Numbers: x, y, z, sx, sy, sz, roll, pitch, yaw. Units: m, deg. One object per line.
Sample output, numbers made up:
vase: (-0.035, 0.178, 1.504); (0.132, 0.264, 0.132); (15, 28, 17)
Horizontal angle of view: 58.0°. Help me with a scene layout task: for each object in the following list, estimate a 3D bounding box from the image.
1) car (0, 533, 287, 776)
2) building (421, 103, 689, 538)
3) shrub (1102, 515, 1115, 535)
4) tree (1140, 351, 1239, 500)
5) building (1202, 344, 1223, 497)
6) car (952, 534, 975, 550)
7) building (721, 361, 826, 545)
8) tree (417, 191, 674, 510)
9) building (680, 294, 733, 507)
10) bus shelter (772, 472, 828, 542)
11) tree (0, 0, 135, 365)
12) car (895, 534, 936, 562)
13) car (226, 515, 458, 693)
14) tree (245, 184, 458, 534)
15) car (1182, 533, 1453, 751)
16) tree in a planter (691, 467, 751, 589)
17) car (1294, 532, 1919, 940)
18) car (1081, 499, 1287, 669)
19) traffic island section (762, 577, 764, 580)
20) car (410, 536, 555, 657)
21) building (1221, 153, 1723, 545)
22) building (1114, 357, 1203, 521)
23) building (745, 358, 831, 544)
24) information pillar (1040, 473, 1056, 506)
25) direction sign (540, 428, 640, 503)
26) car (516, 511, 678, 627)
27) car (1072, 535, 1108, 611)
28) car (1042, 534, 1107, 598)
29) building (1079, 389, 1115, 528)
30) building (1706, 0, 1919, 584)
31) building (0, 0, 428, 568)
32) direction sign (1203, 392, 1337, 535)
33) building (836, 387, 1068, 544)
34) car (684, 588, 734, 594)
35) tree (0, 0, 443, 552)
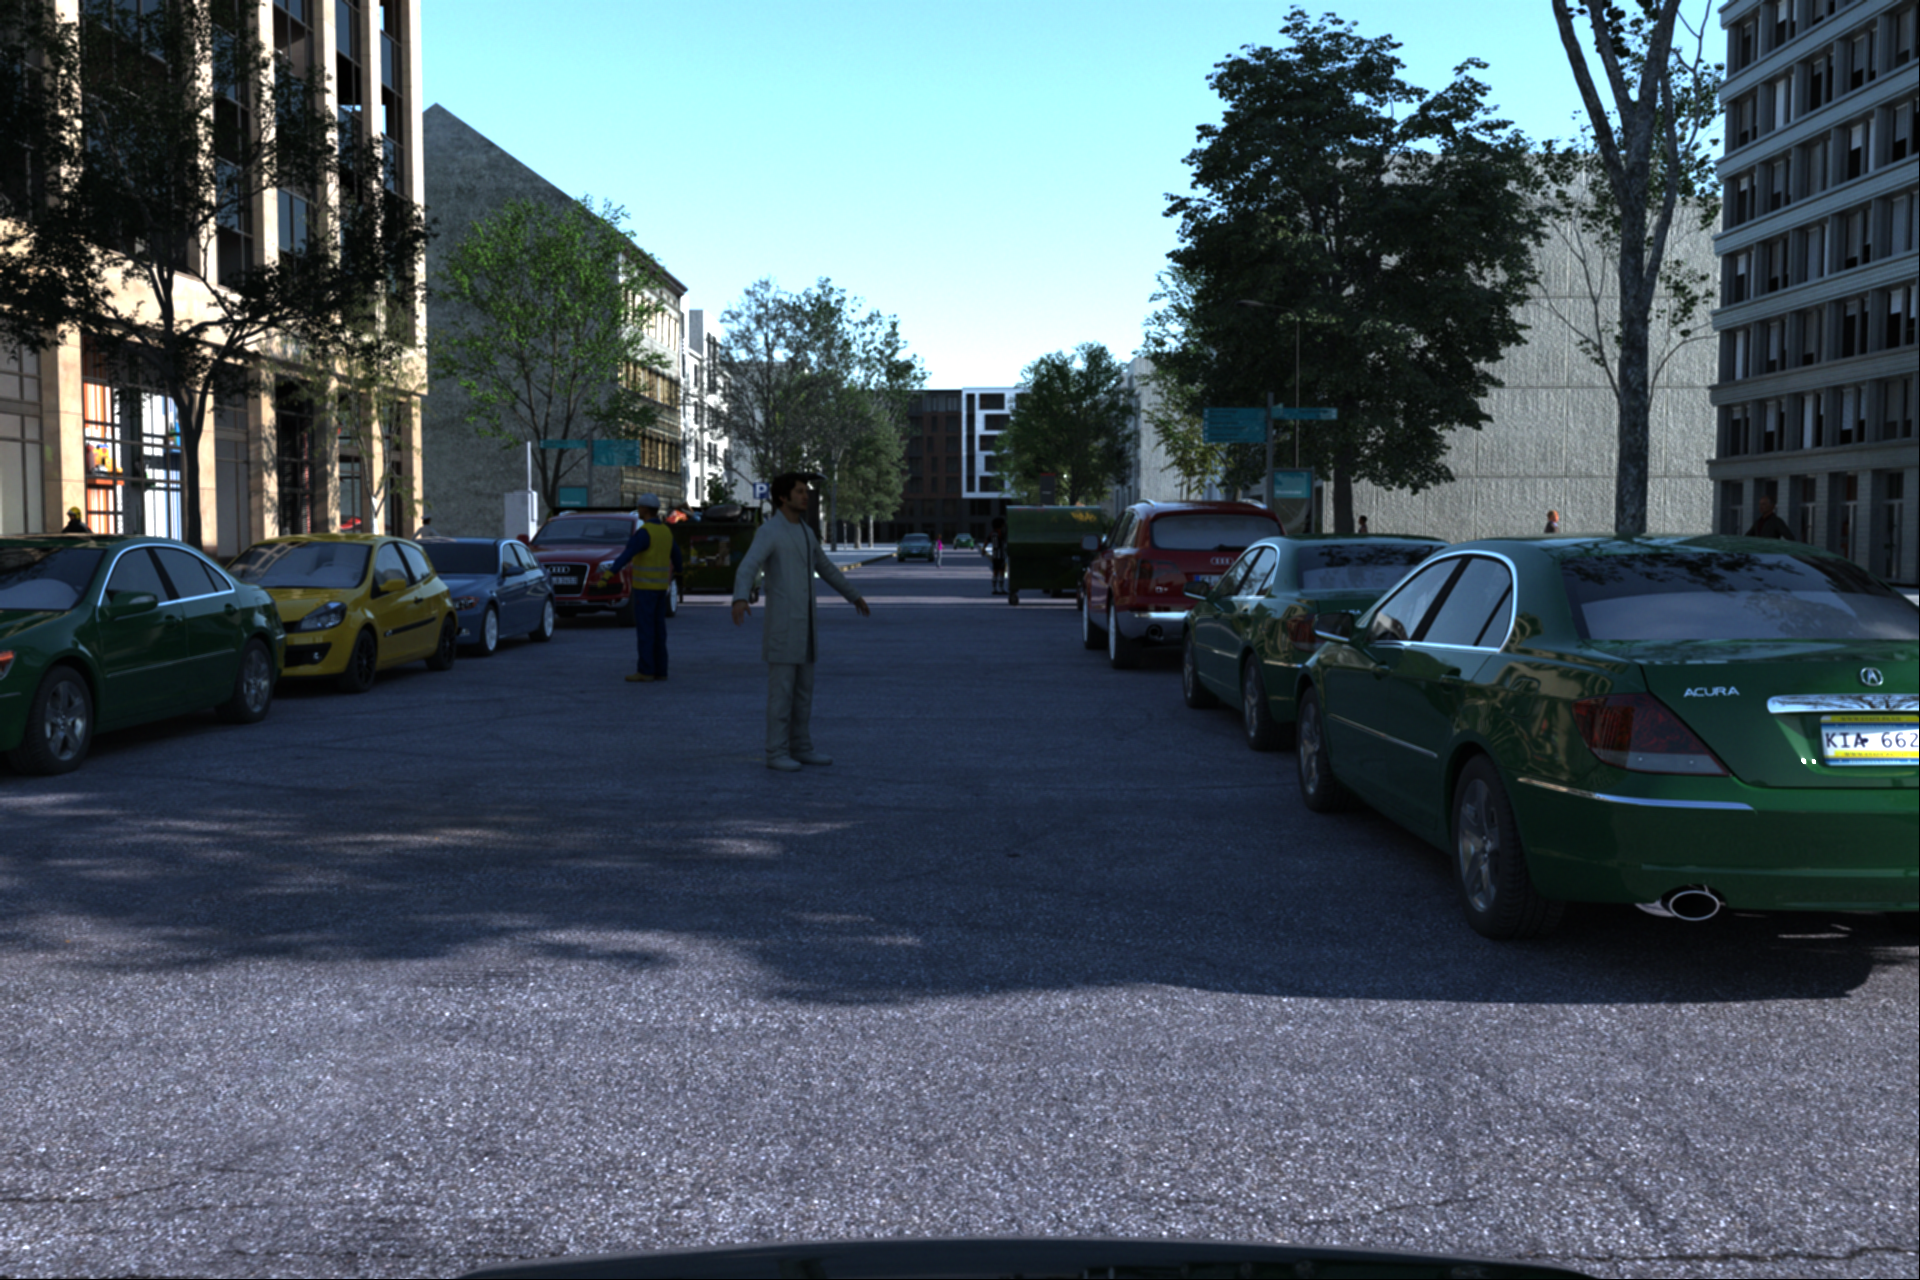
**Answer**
car: (-6.233, 0.001, 11.780); (2.131, 1.459, 4.920); (0, 3, 0)
building: (-26.544, -16.325, 97.849); (19.493, 23.208, 18.063); (0, 4, 1)
shrub: (6.320, -4.211, 72.892); (1.661, 2.075, 1.752); (0, 3, 0)
tree: (9.078, -7.158, 67.394); (4.737, 8.622, 4.395); (0, 3, 0)
building: (23.624, -16.798, 131.065); (16.016, 20.090, 11.380); (0, 4, 1)
car: (0.338, -9.045, 159.689); (2.131, 1.459, 4.920); (0, 3, 0)
building: (-24.424, -19.976, 193.061); (16.747, 18.905, 31.486); (0, 4, -1)
tree: (-12.640, -7.800, 53.287); (9.928, 11.665, 9.643); (0, 3, 0)
building: (-28.508, -16.523, 136.610); (16.747, 18.905, 31.486); (0, 4, 0)
bus shelter: (-6.290, -4.725, 68.543); (1.731, 3.624, 6.357); (0, 4, 0)
tree: (-12.304, -5.087, 17.580); (7.601, 10.594, 8.767); (-2, 4, -26)
car: (-2.269, -4.785, 90.034); (2.131, 1.459, 4.920); (0, 4, 1)
car: (-6.200, -0.402, 16.800); (2.015, 1.641, 3.980); (0, 4, 0)
tree: (-12.242, -5.266, 36.468); (4.360, 8.622, 3.978); (0, 3, 0)
car: (2.806, -0.066, 12.882); (2.131, 1.459, 4.920); (0, 4, -1)
tree in a planter: (-6.418, -2.989, 46.087); (1.991, 3.239, 1.994); (0, 4, 1)
car: (2.728, 0.259, 7.558); (2.131, 1.459, 4.920); (0, 4, -1)
car: (2.586, -0.689, 19.939); (2.281, 1.827, 5.304); (0, 4, -1)
traffic island section: (-6.379, -1.972, 55.111); (1.991, 0.108, 1.994); (0, 4, 0)
car: (-6.337, -0.598, 21.781); (2.014, 1.417, 4.499); (0, 4, 0)
building: (24.108, -13.628, 89.269); (16.747, 18.905, 31.486); (0, 4, 1)
building: (25.817, -19.261, 181.377); (16.747, 18.905, 31.486); (0, 4, 1)
building: (-26.451, -24.154, 225.846); (19.493, 23.208, 18.063); (0, 4, 1)
information pillar: (3.745, -5.186, 74.161); (0.750, 3.857, 0.750); (0, 4, -1)
direction sign: (-9.324, -3.396, 44.281); (2.525, 3.948, 1.411); (0, 4, 0)
car: (-5.946, -1.205, 28.369); (2.281, 1.827, 5.304); (0, 4, 1)
car: (3.060, -1.308, 31.178); (2.009, 1.686, 4.222); (0, 4, -1)
car: (2.928, -1.758, 40.542); (2.131, 1.459, 4.920); (0, 4, -1)
building: (24.190, -24.289, 228.050); (19.493, 23.208, 18.063); (0, 3, 0)
building: (26.412, -12.023, 43.256); (8.464, 21.280, 15.925); (0, 4, 1)
building: (-31.709, -17.231, 47.957); (22.709, 31.103, 35.509); (0, 4, 1)
direction sign: (5.843, -2.654, 32.159); (2.525, 3.948, 1.411); (0, 4, 0)
building: (-0.749, -24.884, 253.279); (32.646, 21.610, 27.936); (0, 4, 5)
car: (-6.226, -1.993, 42.812); (2.015, 1.641, 3.980); (0, 3, 0)
tree: (-11.925, -5.680, 27.284); (8.767, 10.594, 7.601); (1, 4, 11)
